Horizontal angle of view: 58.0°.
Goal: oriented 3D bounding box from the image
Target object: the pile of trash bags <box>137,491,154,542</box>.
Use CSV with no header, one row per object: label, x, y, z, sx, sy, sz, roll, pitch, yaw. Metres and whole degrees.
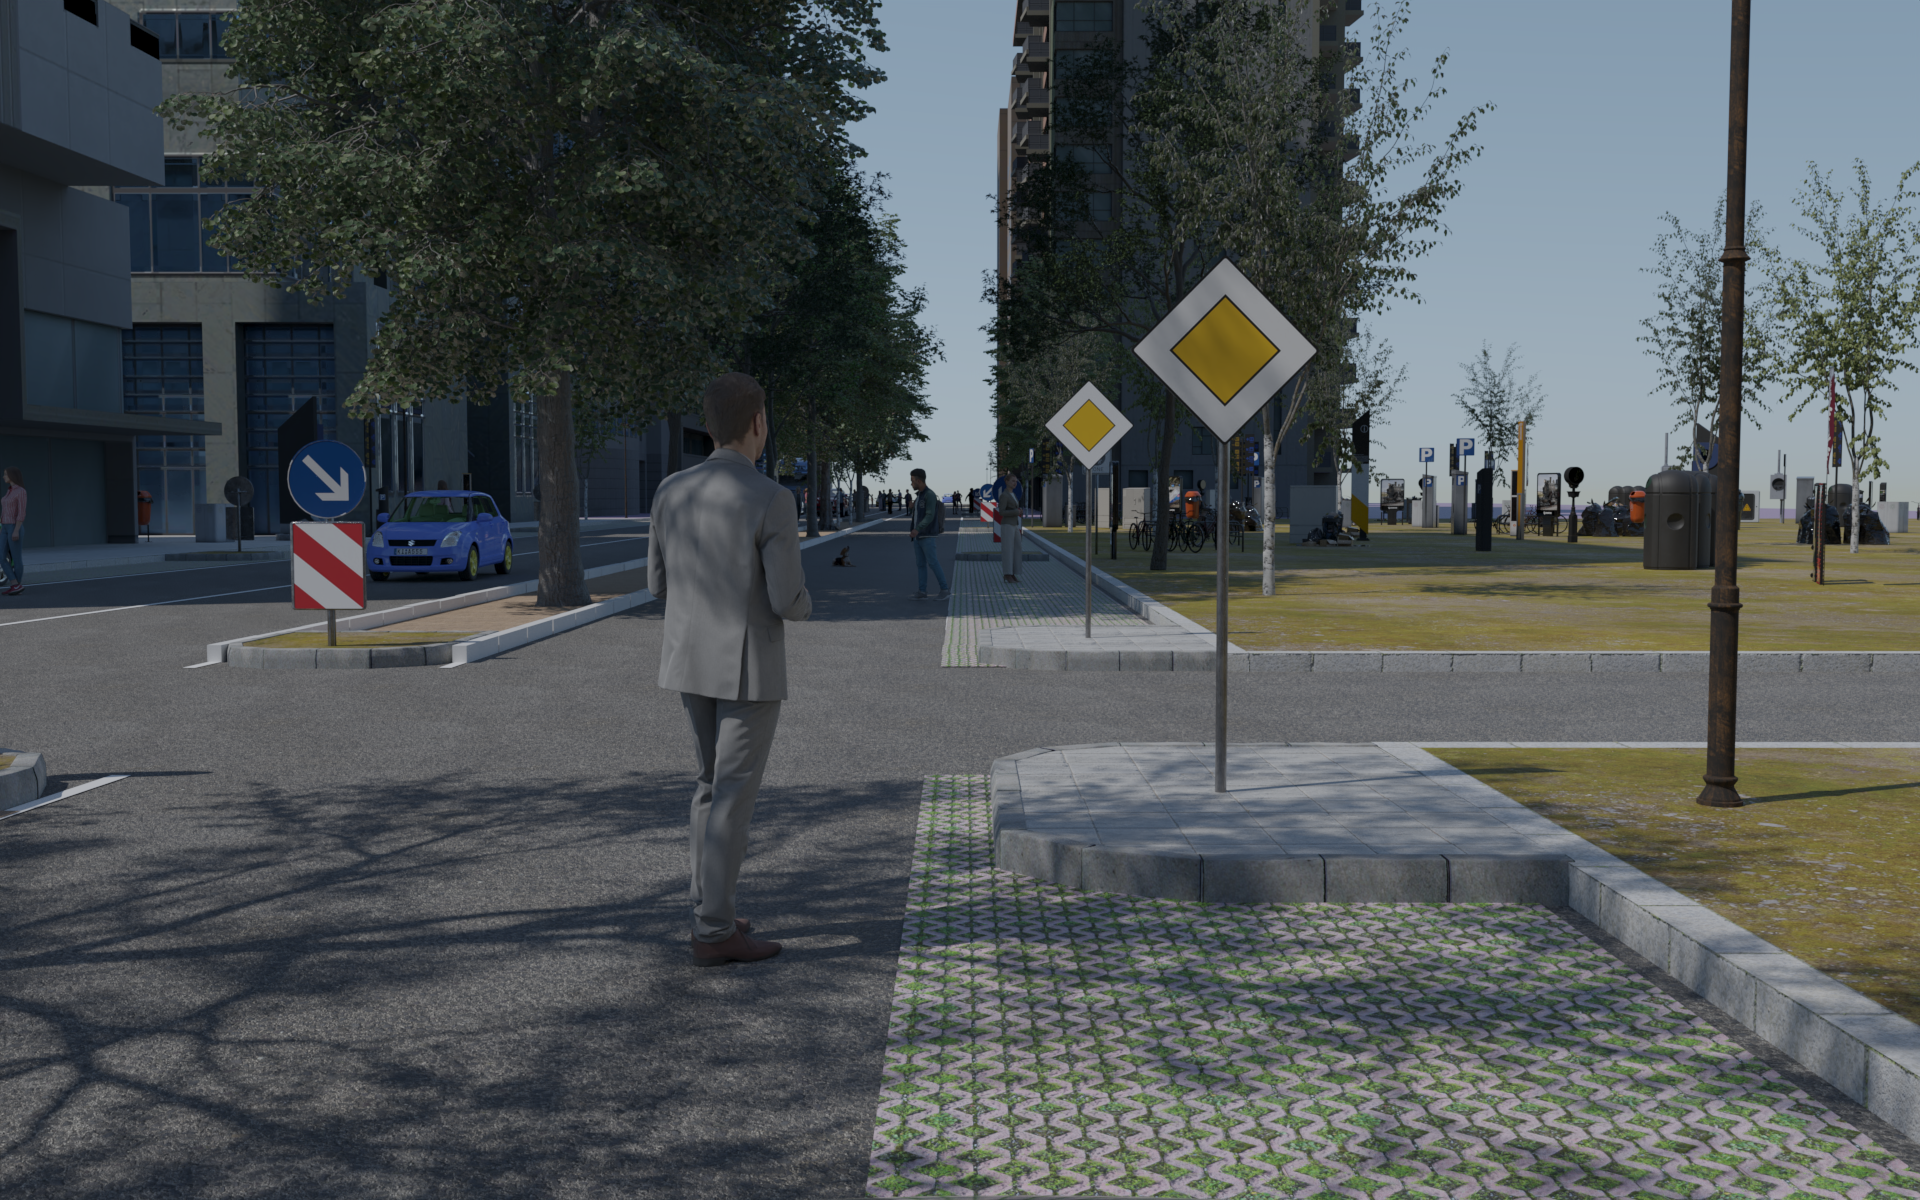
pile of trash bags,-23.086,-2.239,46.358,3.447,1.369,1.912,1,4,15

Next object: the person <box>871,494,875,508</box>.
person,-9.217,-10.433,182.333,0.557,1.426,1.065,1,4,14

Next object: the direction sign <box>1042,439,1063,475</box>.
direction sign,3.810,-4.856,71.396,0.876,3.537,0.379,0,4,-4

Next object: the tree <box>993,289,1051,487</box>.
tree,3.479,-6.583,58.002,4.360,8.622,3.978,0,3,0

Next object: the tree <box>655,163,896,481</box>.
tree,-5.298,-7.310,47.739,9.928,11.665,9.643,0,3,0

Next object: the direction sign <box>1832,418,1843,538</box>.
direction sign,25.473,-3.568,50.334,0.379,3.537,0.876,1,4,12

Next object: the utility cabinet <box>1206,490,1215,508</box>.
utility cabinet,13.037,-4.878,88.429,1.173,1.500,0.318,-3,5,-39

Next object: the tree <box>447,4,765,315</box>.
tree,-5.364,-5.772,31.236,8.767,10.594,7.601,0,4,0

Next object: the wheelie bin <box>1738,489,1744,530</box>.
wheelie bin,27.468,-3.290,61.692,0.980,1.594,0.693,-1,4,-13

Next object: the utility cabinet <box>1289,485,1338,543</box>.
utility cabinet,9.044,-2.177,44.265,1.173,1.500,0.318,1,4,23

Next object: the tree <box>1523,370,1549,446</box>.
tree,25.682,-8.095,82.717,4.360,8.622,3.978,0,3,0

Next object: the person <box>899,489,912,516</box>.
person,-3.543,-6.366,113.114,0.750,1.759,0.617,-2,4,-32

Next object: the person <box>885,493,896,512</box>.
person,-5.643,-8.026,139.868,0.705,1.807,1.348,3,4,38

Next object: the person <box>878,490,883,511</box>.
person,-6.864,-8.561,149.145,0.551,1.740,0.621,2,4,30

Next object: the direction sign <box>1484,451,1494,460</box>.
direction sign,27.637,-6.029,90.578,0.876,3.537,0.379,-3,5,-43

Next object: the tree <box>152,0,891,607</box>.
tree,-5.068,-6.883,21.656,9.857,13.997,8.962,0,3,0

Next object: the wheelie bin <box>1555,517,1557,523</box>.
wheelie bin,25.541,-4.113,75.152,0.980,1.594,0.693,3,5,43

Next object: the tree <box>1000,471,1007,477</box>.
tree,3.629,-9.087,143.181,1.663,3.219,1.824,0,3,0

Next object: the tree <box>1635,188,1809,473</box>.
tree,18.553,-5.642,42.614,4.360,8.622,3.978,0,3,0

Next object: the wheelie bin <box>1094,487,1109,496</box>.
wheelie bin,6.141,-3.979,72.957,0.980,1.594,0.693,1,4,19

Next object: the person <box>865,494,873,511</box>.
person,-7.666,-8.211,142.734,1.348,1.826,0.705,-3,5,-39

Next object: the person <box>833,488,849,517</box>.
person,-7.295,-5.976,106.198,1.348,1.826,0.705,2,4,33

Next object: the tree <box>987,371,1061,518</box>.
tree,3.751,-8.640,91.619,4.737,8.622,4.395,0,3,0

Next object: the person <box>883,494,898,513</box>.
person,-5.197,-7.357,129.499,1.217,1.735,0.721,1,4,18

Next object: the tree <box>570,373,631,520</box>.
tree,-18.631,-8.326,86.488,4.737,8.622,4.395,0,3,0

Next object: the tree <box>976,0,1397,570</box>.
tree,3.688,-5.777,28.870,7.601,10.594,8.767,1,4,9

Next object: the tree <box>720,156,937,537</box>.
tree,-4.815,-8.338,56.918,7.486,12.596,7.792,0,3,0

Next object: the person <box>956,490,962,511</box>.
person,-0.043,-8.484,147.658,0.683,1.767,0.568,-1,4,-17

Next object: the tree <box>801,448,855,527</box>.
tree,-5.100,-7.782,80.063,4.737,8.622,4.395,0,3,0

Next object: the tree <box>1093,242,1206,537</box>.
tree,6.079,-6.200,51.732,4.737,8.622,4.395,0,3,0

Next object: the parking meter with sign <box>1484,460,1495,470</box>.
parking meter with sign,26.620,-5.631,88.334,0.543,3.016,1.738,-1,4,-9

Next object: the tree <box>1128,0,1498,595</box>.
tree,4.115,-4.356,21.579,4.360,8.622,3.978,0,3,0

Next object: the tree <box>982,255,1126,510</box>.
tree,4.398,-10.051,82.459,7.486,12.596,7.792,0,3,0

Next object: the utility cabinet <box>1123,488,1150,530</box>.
utility cabinet,6.304,-3.261,62.002,0.318,1.500,1.173,-2,4,-34

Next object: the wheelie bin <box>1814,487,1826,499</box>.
wheelie bin,40.869,-4.571,82.641,0.693,1.594,0.980,-3,4,-38

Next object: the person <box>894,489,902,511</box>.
person,-5.261,-8.504,147.415,0.599,1.838,0.709,-2,4,-25

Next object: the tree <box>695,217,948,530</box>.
tree,-5.282,-9.076,67.851,9.611,12.733,9.660,0,3,0

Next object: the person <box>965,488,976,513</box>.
person,0.807,-6.704,117.747,1.348,1.869,0.705,-3,5,-41

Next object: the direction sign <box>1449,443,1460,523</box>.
direction sign,22.137,-5.234,77.580,0.379,3.537,0.876,3,5,44

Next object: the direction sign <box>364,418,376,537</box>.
direction sign,-17.446,-3.624,51.250,0.379,3.537,0.876,0,3,0

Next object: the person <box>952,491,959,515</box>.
person,-0.297,-6.795,121.072,0.593,1.643,0.415,2,4,32

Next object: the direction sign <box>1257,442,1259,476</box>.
direction sign,12.483,-5.077,75.000,0.876,3.537,0.379,1,4,13

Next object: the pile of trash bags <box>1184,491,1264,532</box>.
pile of trash bags,8.791,-3.017,59.084,1.912,1.369,3.447,3,5,43

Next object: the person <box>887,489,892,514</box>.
person,-4.970,-6.978,122.607,0.705,1.823,1.348,-1,4,-10

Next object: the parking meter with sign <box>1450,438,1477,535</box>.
parking meter with sign,15.842,-3.582,54.821,0.543,3.016,1.738,0,4,7

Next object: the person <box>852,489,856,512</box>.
person,-8.208,-7.746,135.143,1.348,1.824,0.705,-3,4,-36

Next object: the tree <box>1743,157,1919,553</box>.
tree,19.145,-5.313,37.227,4.737,8.622,4.395,0,3,0

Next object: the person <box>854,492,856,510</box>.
person,-9.469,-9.114,158.452,0.436,1.711,0.756,0,4,-1

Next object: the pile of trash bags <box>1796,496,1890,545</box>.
pile of trash bags,23.364,-2.119,44.394,3.447,1.369,1.912,2,4,25

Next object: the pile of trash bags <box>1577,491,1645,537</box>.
pile of trash bags,19.840,-2.577,51.879,1.912,1.369,3.447,0,4,2

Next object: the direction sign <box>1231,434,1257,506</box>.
direction sign,10.670,-4.494,65.467,0.876,3.537,0.379,0,4,5

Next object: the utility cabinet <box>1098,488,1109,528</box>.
utility cabinet,5.484,-3.441,64.933,0.318,1.500,1.173,-2,4,-24
